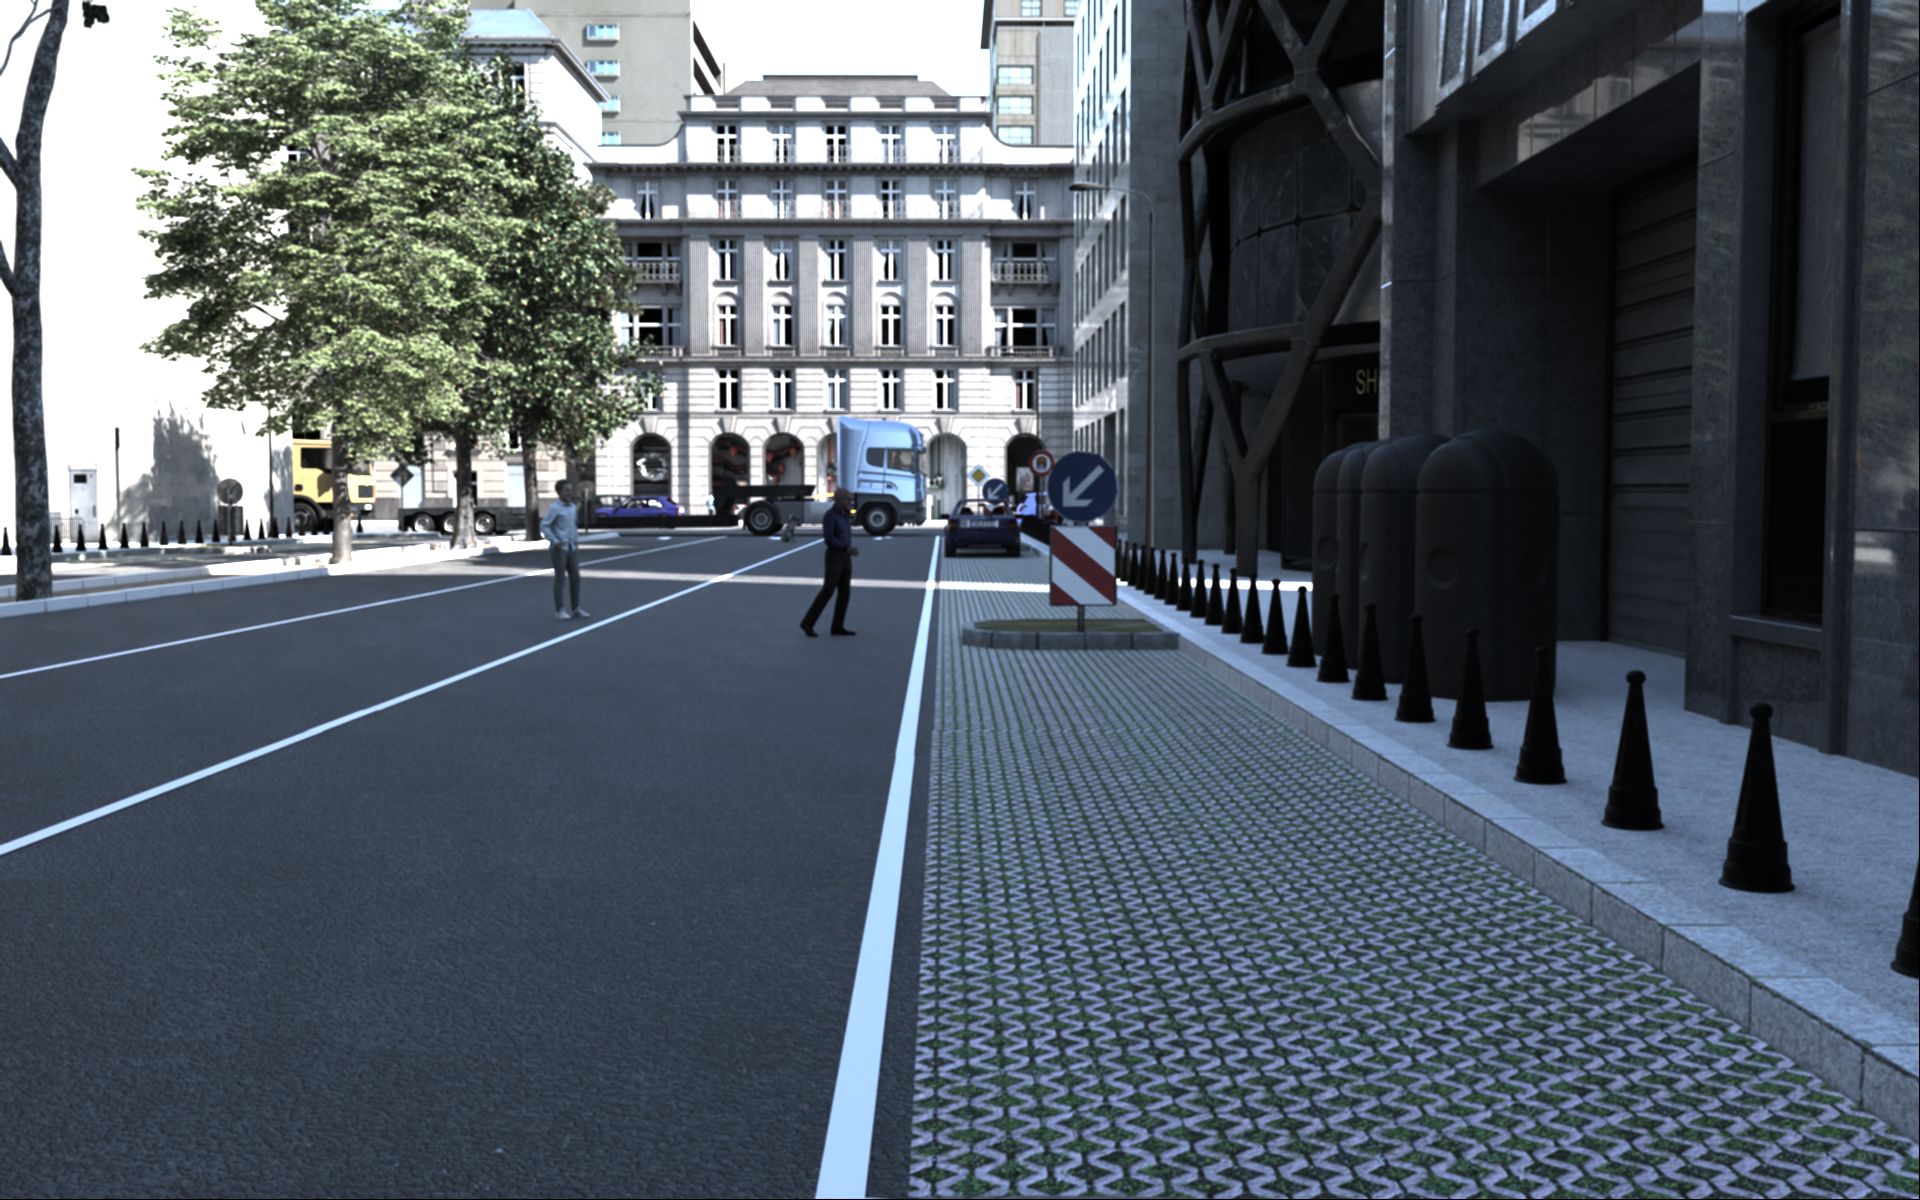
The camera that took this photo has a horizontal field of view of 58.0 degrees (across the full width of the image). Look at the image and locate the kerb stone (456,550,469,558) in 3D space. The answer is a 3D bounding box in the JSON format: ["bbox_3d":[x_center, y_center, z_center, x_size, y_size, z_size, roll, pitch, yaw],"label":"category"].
[{"bbox_3d":[-11.302,-1.024,38.945,0.120,0.150,1.000,0,4,-1],"label":"kerb stone"}]

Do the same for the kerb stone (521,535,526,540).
[{"bbox_3d":[-13.530,-1.906,53.354,0.120,0.150,1.000,0,4,-1],"label":"kerb stone"}]

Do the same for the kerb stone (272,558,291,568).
[{"bbox_3d":[-13.357,-0.711,33.826,0.120,0.150,1.000,0,4,-1],"label":"kerb stone"}]

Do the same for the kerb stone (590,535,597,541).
[{"bbox_3d":[-11.431,-1.899,53.333,0.120,0.150,1.000,0,4,-1],"label":"kerb stone"}]

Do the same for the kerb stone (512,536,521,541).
[{"bbox_3d":[-13.524,-1.843,52.329,0.120,0.150,1.000,0,4,-1],"label":"kerb stone"}]

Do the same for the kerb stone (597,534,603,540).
[{"bbox_3d":[-11.446,-1.966,54.358,0.120,0.150,1.000,0,4,-1],"label":"kerb stone"}]

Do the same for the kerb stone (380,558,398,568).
[{"bbox_3d":[-11.250,-0.709,33.811,0.120,0.150,1.000,0,4,-1],"label":"kerb stone"}]

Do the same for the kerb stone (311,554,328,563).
[{"bbox_3d":[-13.383,-0.832,35.877,0.120,0.150,1.000,0,4,-1],"label":"kerb stone"}]

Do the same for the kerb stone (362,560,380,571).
[{"bbox_3d":[-11.248,-0.648,32.784,0.120,0.150,1.000,0,4,-1],"label":"kerb stone"}]

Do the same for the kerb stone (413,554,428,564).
[{"bbox_3d":[-11.272,-0.836,35.866,0.120,0.150,1.000,0,4,-1],"label":"kerb stone"}]

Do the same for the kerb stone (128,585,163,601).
[{"bbox_3d":[-11.159,-0.083,23.551,0.120,0.150,1.000,0,4,-1],"label":"kerb stone"}]

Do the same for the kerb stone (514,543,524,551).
[{"bbox_3d":[-11.350,-1.339,44.080,0.120,0.150,1.000,0,4,-1],"label":"kerb stone"}]

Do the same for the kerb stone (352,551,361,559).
[{"bbox_3d":[-13.394,-0.962,37.931,0.120,0.150,1.000,0,4,-1],"label":"kerb stone"}]

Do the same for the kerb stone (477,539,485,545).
[{"bbox_3d":[-13.483,-1.591,48.206,0.120,0.150,1.000,0,4,-1],"label":"kerb stone"}]

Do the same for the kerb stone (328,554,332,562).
[{"bbox_3d":[-13.378,-0.900,36.904,0.120,0.150,1.000,0,4,-1],"label":"kerb stone"}]

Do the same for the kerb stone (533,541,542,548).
[{"bbox_3d":[-11.372,-1.463,46.132,0.120,0.150,1.000,0,4,-1],"label":"kerb stone"}]

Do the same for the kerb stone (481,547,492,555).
[{"bbox_3d":[-11.321,-1.147,41.006,0.120,0.150,1.000,0,4,-1],"label":"kerb stone"}]

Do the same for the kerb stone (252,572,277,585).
[{"bbox_3d":[-11.202,-0.334,27.653,0.120,0.150,1.000,0,4,-1],"label":"kerb stone"}]

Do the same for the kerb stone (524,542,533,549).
[{"bbox_3d":[-11.363,-1.401,45.106,0.120,0.150,1.000,0,4,-1],"label":"kerb stone"}]

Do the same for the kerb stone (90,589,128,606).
[{"bbox_3d":[-11.151,-0.015,22.527,0.120,0.150,1.000,0,4,-1],"label":"kerb stone"}]

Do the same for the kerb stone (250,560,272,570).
[{"bbox_3d":[-13.341,-0.649,32.802,0.120,0.150,1.000,0,4,-1],"label":"kerb stone"}]

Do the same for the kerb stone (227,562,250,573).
[{"bbox_3d":[-13.339,-0.586,31.777,0.120,0.150,1.000,0,4,-1],"label":"kerb stone"}]

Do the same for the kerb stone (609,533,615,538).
[{"bbox_3d":[-11.461,-2.088,56.409,0.120,0.150,1.000,0,4,-1],"label":"kerb stone"}]

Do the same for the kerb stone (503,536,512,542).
[{"bbox_3d":[-13.516,-1.780,51.297,0.120,0.150,1.000,0,4,-1],"label":"kerb stone"}]

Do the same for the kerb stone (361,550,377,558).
[{"bbox_3d":[-13.396,-1.021,38.963,0.120,0.150,1.000,0,4,-1],"label":"kerb stone"}]

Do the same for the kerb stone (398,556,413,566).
[{"bbox_3d":[-11.261,-0.773,34.836,0.120,0.150,1.000,0,4,-1],"label":"kerb stone"}]

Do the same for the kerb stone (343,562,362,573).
[{"bbox_3d":[-11.237,-0.585,31.759,0.120,0.150,1.000,0,4,-1],"label":"kerb stone"}]

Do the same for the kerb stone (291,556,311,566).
[{"bbox_3d":[-13.364,-0.774,34.852,0.120,0.150,1.000,0,4,-1],"label":"kerb stone"}]

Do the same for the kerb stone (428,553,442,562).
[{"bbox_3d":[-11.283,-0.898,36.891,0.120,0.150,1.000,0,4,-1],"label":"kerb stone"}]

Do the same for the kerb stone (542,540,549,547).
[{"bbox_3d":[-11.379,-1.527,47.165,0.120,0.150,1.000,0,4,-1],"label":"kerb stone"}]

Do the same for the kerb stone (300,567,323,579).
[{"bbox_3d":[-11.218,-0.460,29.709,0.120,0.150,1.000,0,4,-1],"label":"kerb stone"}]

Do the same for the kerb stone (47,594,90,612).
[{"bbox_3d":[-11.140,0.042,21.501,0.120,0.150,1.000,0,4,-1],"label":"kerb stone"}]

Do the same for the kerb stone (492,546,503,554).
[{"bbox_3d":[-11.332,-1.213,42.031,0.120,0.150,1.000,0,4,-1],"label":"kerb stone"}]

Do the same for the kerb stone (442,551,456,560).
[{"bbox_3d":[-11.294,-0.960,37.916,0.120,0.150,1.000,0,4,-1],"label":"kerb stone"}]

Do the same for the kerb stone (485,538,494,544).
[{"bbox_3d":[-13.499,-1.653,49.237,0.120,0.150,1.000,0,4,-1],"label":"kerb stone"}]

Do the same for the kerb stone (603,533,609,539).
[{"bbox_3d":[-11.449,-2.028,55.384,0.120,0.150,1.000,0,4,-1],"label":"kerb stone"}]

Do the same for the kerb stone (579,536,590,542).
[{"bbox_3d":[-11.423,-1.838,52.305,0.120,0.150,1.000,0,4,-1],"label":"kerb stone"}]

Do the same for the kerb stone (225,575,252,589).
[{"bbox_3d":[-11.189,-0.271,26.629,0.120,0.150,1.000,0,4,-1],"label":"kerb stone"}]

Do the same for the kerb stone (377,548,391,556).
[{"bbox_3d":[-13.413,-1.088,39.988,0.120,0.150,1.000,0,4,-1],"label":"kerb stone"}]

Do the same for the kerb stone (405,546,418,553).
[{"bbox_3d":[-13.435,-1.214,42.042,0.120,0.150,1.000,0,4,-1],"label":"kerb stone"}]

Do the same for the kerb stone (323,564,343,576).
[{"bbox_3d":[-11.228,-0.522,30.734,0.120,0.150,1.000,0,4,-1],"label":"kerb stone"}]

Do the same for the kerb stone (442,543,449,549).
[{"bbox_3d":[-13.458,-1.401,45.120,0.120,0.150,1.000,0,4,-1],"label":"kerb stone"}]

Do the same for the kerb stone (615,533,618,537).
[{"bbox_3d":[-11.481,-2.150,57.433,0.120,0.150,1.000,0,4,-1],"label":"kerb stone"}]

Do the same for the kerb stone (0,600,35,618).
[{"bbox_3d":[-11.135,0.106,20.466,0.120,0.150,1.000,0,4,-1],"label":"kerb stone"}]

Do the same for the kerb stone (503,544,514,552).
[{"bbox_3d":[-11.330,-1.276,43.056,0.120,0.150,1.000,0,4,-1],"label":"kerb stone"}]

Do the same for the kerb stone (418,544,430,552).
[{"bbox_3d":[-13.446,-1.270,43.067,0.120,0.150,1.000,0,4,-1],"label":"kerb stone"}]

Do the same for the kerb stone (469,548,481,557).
[{"bbox_3d":[-11.310,-1.087,39.972,0.120,0.150,1.000,0,4,-1],"label":"kerb stone"}]

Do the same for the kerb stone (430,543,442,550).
[{"bbox_3d":[-13.449,-1.339,44.095,0.120,0.150,1.000,0,4,-1],"label":"kerb stone"}]

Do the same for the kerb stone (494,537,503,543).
[{"bbox_3d":[-13.512,-1.717,50.267,0.120,0.150,1.000,0,4,-1],"label":"kerb stone"}]

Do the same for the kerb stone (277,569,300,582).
[{"bbox_3d":[-11.211,-0.394,28.678,0.120,0.150,1.000,0,4,-1],"label":"kerb stone"}]

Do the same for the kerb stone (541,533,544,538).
[{"bbox_3d":[-13.554,-2.028,55.413,0.120,0.150,1.000,0,4,-1],"label":"kerb stone"}]

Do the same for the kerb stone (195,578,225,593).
[{"bbox_3d":[-11.180,-0.208,25.603,0.120,0.150,1.000,0,4,-1],"label":"kerb stone"}]

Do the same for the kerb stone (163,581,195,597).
[{"bbox_3d":[-11.177,-0.146,24.578,0.120,0.150,1.000,0,4,-1],"label":"kerb stone"}]

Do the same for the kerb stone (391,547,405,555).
[{"bbox_3d":[-13.426,-1.151,41.017,0.120,0.150,1.000,0,4,-1],"label":"kerb stone"}]
